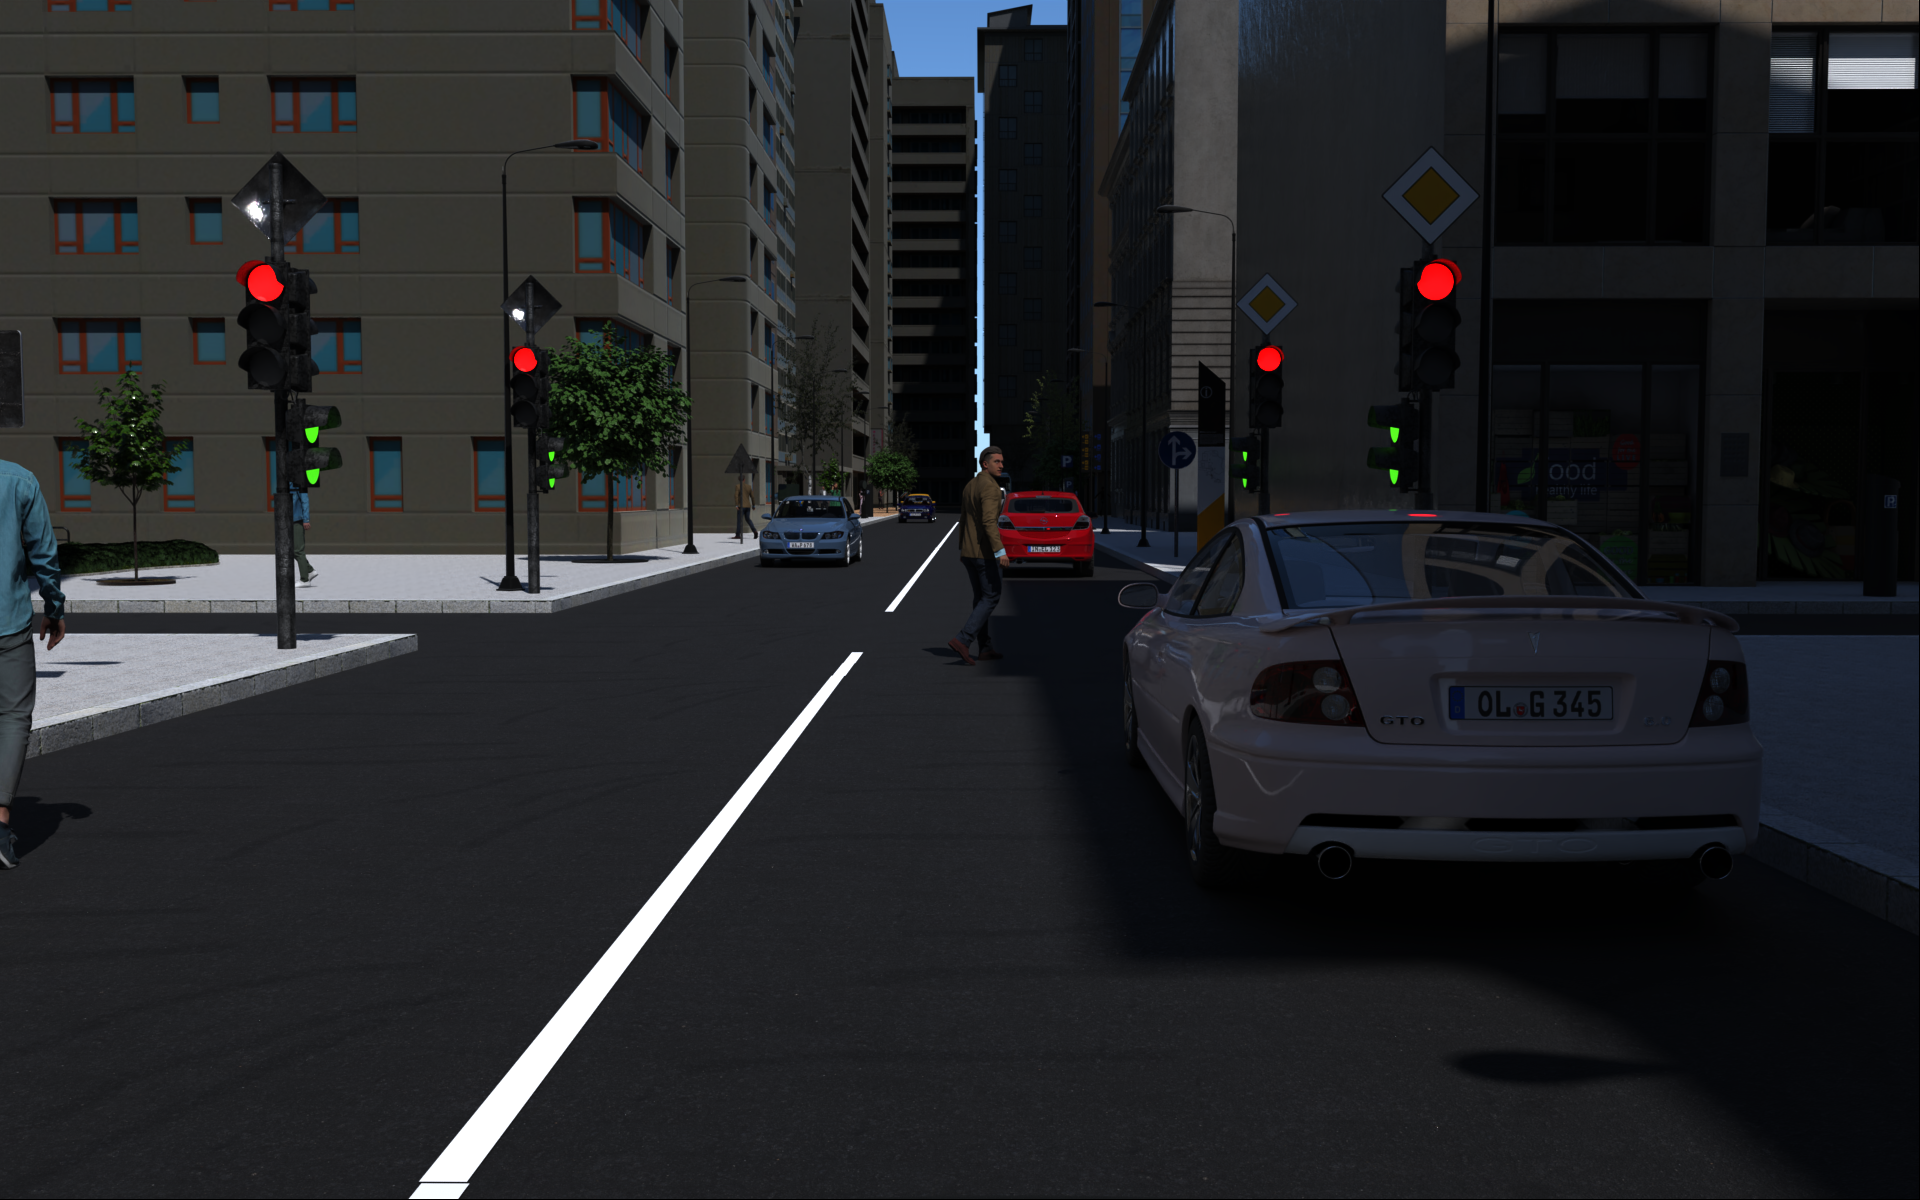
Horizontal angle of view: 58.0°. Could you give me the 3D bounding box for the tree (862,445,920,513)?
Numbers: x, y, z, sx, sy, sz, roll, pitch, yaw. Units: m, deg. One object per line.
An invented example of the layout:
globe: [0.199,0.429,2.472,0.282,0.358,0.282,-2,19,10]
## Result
tree: [-5.001,-8.167,117.242,4.285,4.588,4.351,0,3,0]

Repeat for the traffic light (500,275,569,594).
traffic light: [-5.480,-2.038,22.245,0.839,4.253,0.868,0,4,1]

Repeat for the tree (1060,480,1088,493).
tree: [6.035,-6.076,93.947,1.663,3.219,1.824,0,3,0]

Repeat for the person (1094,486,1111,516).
person: [8.239,-5.657,99.363,1.217,1.723,0.721,2,4,27]

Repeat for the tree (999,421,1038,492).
tree: [5.844,-13.651,173.563,4.360,8.622,3.978,0,3,0]

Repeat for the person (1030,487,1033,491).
person: [5.158,-7.103,122.619,0.568,1.767,0.683,1,4,18]

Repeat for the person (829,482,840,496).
person: [-5.440,-4.239,75.600,0.600,1.795,0.529,-2,4,-31]

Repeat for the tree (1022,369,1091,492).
tree: [5.834,-9.232,101.303,4.737,8.622,4.395,0,3,0]

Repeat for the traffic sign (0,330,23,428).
traffic sign: [-6.162,-0.534,10.854,0.606,2.300,0.079,0,4,2]

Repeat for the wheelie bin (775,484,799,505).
wheelie bin: [-5.358,-2.818,53.981,0.980,1.594,0.693,0,4,-3]

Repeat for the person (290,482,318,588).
person: [-9.055,-1.062,23.758,0.444,1.785,0.601,-1,4,-19]

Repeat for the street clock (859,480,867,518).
street clock: [-5.087,-5.291,91.081,0.358,2.002,0.471,2,4,30]

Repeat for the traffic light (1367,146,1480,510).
traffic light: [3.789,-1.544,14.170,0.839,4.253,0.868,0,4,1]

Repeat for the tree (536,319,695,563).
tree: [-6.605,-2.986,32.527,4.285,4.588,4.351,0,3,0]

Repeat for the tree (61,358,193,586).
tree: [-11.696,-1.843,24.740,1.663,3.219,1.824,0,3,0]

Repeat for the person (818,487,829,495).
person: [-7.330,-5.341,93.769,0.661,1.777,0.834,-2,4,-26]

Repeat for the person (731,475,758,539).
person: [-6.134,-2.663,49.492,0.836,1.842,0.656,1,4,20]

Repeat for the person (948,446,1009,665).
person: [0.196,-0.385,14.706,0.656,1.842,0.836,2,4,34]

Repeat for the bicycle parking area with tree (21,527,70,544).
bicycle parking area with tree: [-21.523,-2.753,32.021,9.016,4.147,8.231,1,4,14]

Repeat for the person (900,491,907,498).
person: [-4.882,-9.379,159.475,1.350,1.814,0.705,1,4,10]

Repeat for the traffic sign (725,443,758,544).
traffic sign: [-5.617,-2.720,44.483,0.884,2.594,0.081,0,4,8]

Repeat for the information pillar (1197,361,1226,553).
information pillar: [4.388,-2.384,30.335,0.504,3.616,0.183,1,4,9]

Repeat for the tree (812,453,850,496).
tree: [-5.858,-5.255,80.522,1.663,3.219,1.824,0,3,0]

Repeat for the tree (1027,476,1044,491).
tree: [7.024,-10.135,160.310,1.663,3.219,1.824,0,3,0]

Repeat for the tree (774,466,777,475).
tree: [-11.335,-6.505,90.072,4.285,4.588,4.351,0,3,0]

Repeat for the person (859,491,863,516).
person: [-5.557,-5.646,99.024,0.621,1.740,0.551,-1,4,-8]

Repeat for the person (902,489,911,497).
person: [-4.613,-8.873,151.833,1.217,1.735,0.721,-3,4,-39]

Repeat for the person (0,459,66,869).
person: [-3.887,0.097,6.772,0.638,1.841,0.748,-1,4,-15]

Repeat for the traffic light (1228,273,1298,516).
traffic light: [3.880,-2.033,22.155,0.839,4.253,0.868,0,4,1]

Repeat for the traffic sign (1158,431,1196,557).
traffic sign: [4.404,-2.146,35.199,0.768,2.556,0.104,0,4,2]

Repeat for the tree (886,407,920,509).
tree: [-5.285,-11.966,146.003,4.360,8.622,3.978,0,3,0]

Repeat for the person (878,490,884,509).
person: [-6.615,-8.433,145.400,0.593,1.643,0.415,1,4,15]

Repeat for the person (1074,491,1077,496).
person: [6.619,-5.915,102.624,0.599,1.838,0.709,-1,4,-21]

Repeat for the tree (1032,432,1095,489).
tree: [5.413,-6.428,88.806,4.285,4.588,4.351,0,3,0]

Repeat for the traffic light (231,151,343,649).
traffic light: [-5.572,-1.550,14.261,0.839,4.253,0.868,0,4,1]

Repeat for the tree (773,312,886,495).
tree: [-6.072,-7.396,71.282,4.360,8.622,3.978,0,3,0]
